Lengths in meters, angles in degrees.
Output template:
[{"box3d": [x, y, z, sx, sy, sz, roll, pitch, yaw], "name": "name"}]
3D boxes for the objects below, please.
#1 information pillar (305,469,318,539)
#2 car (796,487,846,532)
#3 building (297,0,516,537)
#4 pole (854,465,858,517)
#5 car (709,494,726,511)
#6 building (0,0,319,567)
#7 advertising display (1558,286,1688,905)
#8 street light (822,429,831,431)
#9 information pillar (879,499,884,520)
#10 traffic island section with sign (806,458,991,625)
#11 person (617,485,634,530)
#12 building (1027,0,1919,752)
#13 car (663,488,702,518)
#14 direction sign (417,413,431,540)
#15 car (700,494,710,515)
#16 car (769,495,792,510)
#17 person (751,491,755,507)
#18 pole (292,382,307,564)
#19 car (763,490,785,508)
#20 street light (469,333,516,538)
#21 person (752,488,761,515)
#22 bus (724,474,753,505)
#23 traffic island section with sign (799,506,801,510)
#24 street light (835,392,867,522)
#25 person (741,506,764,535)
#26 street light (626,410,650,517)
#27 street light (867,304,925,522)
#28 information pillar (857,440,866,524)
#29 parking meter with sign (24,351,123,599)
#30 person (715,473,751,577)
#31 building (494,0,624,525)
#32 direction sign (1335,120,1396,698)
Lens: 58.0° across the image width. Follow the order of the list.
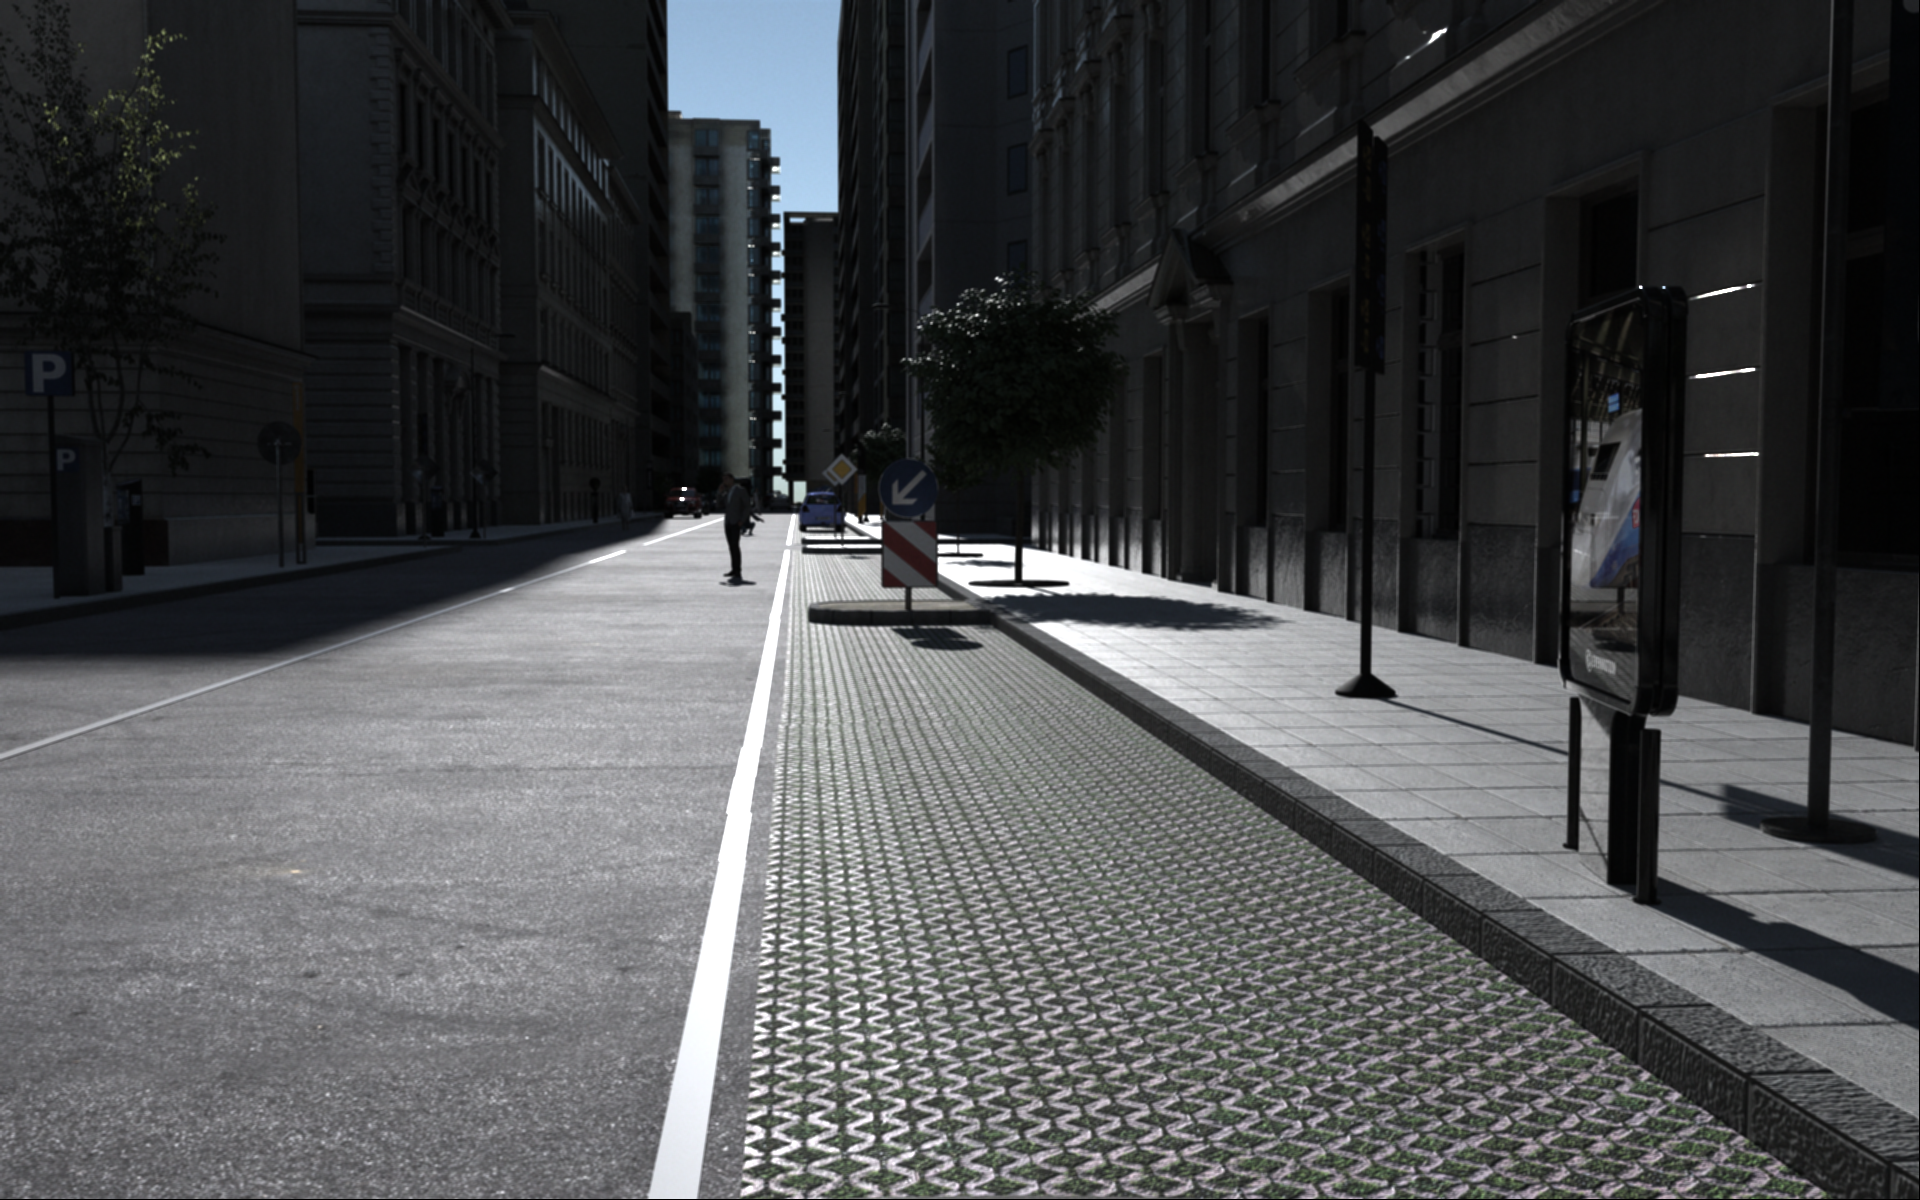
[{"box3d": [-18.725, -2.781, 49.969, 0.304, 2.012, 0.304, -1, 4, -12], "name": "information pillar"}, {"box3d": [-5.356, -3.504, 66.877, 1.945, 1.707, 3.694, 0, 4, -7], "name": "car"}, {"box3d": [-22.387, -14.111, 59.587, 11.050, 23.489, 19.941, 0, 4, -5], "name": "building"}, {"box3d": [-5.835, -6.331, 97.357, 0.158, 3.312, 0.155, 0, 3, 0], "name": "pole"}, {"box3d": [-20.279, -8.264, 147.123, 2.014, 1.417, 4.499, 0, 4, -4], "name": "car"}, {"box3d": [-23.523, -10.361, 34.030, 19.286, 19.102, 10.561, 0, 4, -5], "name": "building"}, {"box3d": [2.196, -0.036, 5.807, 0.123, 1.923, 0.974, 0, 4, 5], "name": "advertising display"}, {"box3d": [-9.186, -9.299, 124.578, 1.470, 5.913, 1.316, 0, 4, -5], "name": "street light"}, {"box3d": [-3.842, -5.755, 85.448, 0.183, 3.616, 0.504, 1, 4, 13], "name": "information pillar"}, {"box3d": [-0.740, -0.685, 19.829, 1.989, 1.847, 2.006, 0, 4, -5], "name": "traffic island section with sign"}, {"box3d": [-13.291, -3.673, 68.913, 0.694, 1.780, 0.624, 0, 4, 1], "name": "person"}, {"box3d": [11.561, -14.905, 20.108, 17.030, 29.872, 44.131, 0, 4, -5], "name": "building"}, {"box3d": [-16.614, -5.830, 103.985, 2.281, 1.827, 5.304, 0, 4, -6], "name": "car"}, {"box3d": [-15.130, -3.475, 48.821, 0.379, 3.537, 0.876, -2, 4, -33], "name": "direction sign"}, {"box3d": [-18.174, -6.681, 119.013, 2.009, 1.686, 4.222, 0, 4, -5], "name": "car"}, {"box3d": [-15.984, -8.682, 154.309, 2.083, 1.381, 4.827, 0, 4, -5], "name": "car"}, {"box3d": [-23.400, -11.477, 196.143, 0.705, 1.824, 1.348, 1, 4, 21], "name": "person"}, {"box3d": [-12.086, -2.315, 31.700, 0.158, 3.312, 0.155, 0, 3, 0], "name": "pole"}, {"box3d": [-19.554, -10.584, 181.723, 2.281, 1.827, 5.304, 0, 4, -5], "name": "car"}, {"box3d": [-13.516, -4.742, 50.079, 1.470, 5.913, 1.316, 0, 4, -5], "name": "street light"}, {"box3d": [-13.892, -6.703, 117.967, 0.818, 1.842, 0.514, 1, 4, 9], "name": "person"}, {"box3d": [-23.242, -11.439, 181.893, 2.948, 3.499, 13.247, 0, 4, -7], "name": "bus"}, {"box3d": [-5.966, -4.093, 75.550, 1.989, 1.847, 2.006, 0, 4, -5], "name": "traffic island section with sign"}, {"box3d": [-4.852, -6.531, 79.328, 1.470, 5.913, 1.316, 0, 4, -5], "name": "street light"}, {"box3d": [-7.376, -2.861, 60.783, 1.012, 1.151, 0.738, -1, 4, -20], "name": "person"}, {"box3d": [-17.862, -7.545, 95.909, 1.470, 5.913, 1.316, 0, 4, -5], "name": "street light"}, {"box3d": [-1.458, -4.279, 42.502, 1.470, 5.913, 1.316, 0, 4, -5], "name": "street light"}, {"box3d": [-4.251, -5.108, 74.871, 0.183, 3.616, 0.504, -3, 5, -40], "name": "information pillar"}, {"box3d": [-11.181, -1.573, 21.979, 0.543, 3.016, 1.738, 0, 4, -7], "name": "parking meter with sign"}, {"box3d": [-3.953, -1.313, 30.142, 0.473, 1.802, 0.592, -3, 4, -39], "name": "person"}, {"box3d": [-25.907, -15.355, 84.338, 16.112, 22.955, 30.059, 0, 4, -5], "name": "building"}, {"box3d": [2.593, -1.161, 10.973, 0.379, 3.537, 0.876, 2, 4, 23], "name": "direction sign"}]
